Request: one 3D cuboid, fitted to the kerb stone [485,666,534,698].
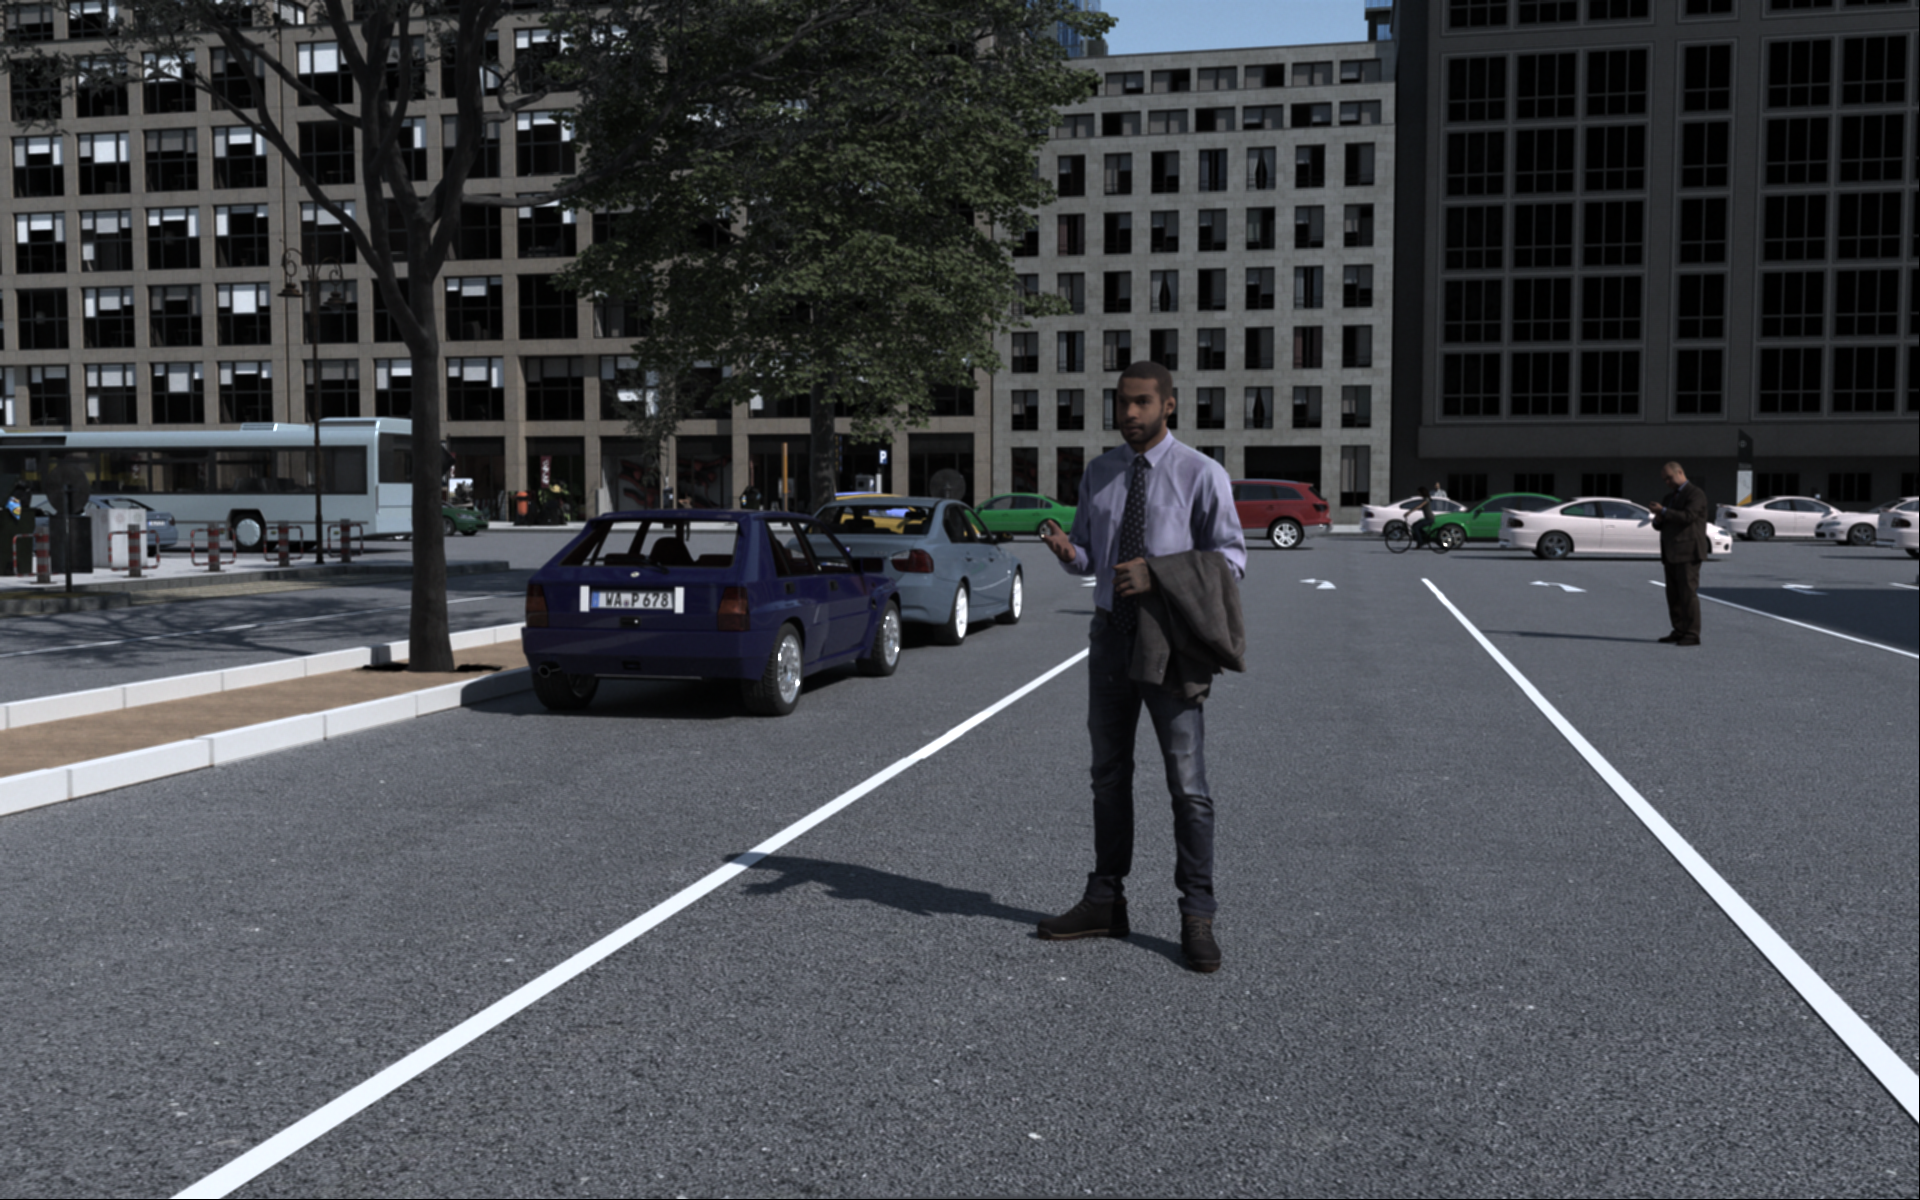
[{"bbox_3d":[-3.216,0.585,12.625,0.120,0.150,1.000,1,4,12],"label":"kerb stone"}]

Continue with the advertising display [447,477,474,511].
[{"bbox_3d":[-19.321,-3.783,67.059,0.974,1.923,0.123,-2,4,-25],"label":"advertising display"}]

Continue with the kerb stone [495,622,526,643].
[{"bbox_3d":[-4.385,0.316,17.042,0.120,0.150,1.000,1,4,12],"label":"kerb stone"}]

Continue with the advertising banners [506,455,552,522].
[{"bbox_3d":[-19.510,-5.032,78.458,2.074,3.025,0.090,0,4,-2],"label":"advertising banners"}]

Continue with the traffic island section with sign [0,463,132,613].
[{"bbox_3d":[-11.645,-0.804,21.767,1.989,1.847,2.006,1,4,12],"label":"traffic island section with sign"}]

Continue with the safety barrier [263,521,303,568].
[{"bbox_3d":[-11.843,-0.982,30.330,0.300,0.817,1.120,1,4,12],"label":"safety barrier"}]

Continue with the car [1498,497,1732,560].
[{"bbox_3d":[14.330,-1.567,37.981,4.827,1.381,2.083,1,4,11],"label":"car"}]

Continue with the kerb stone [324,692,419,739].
[{"bbox_3d":[-3.651,0.714,10.619,0.120,0.150,1.000,1,4,12],"label":"kerb stone"}]

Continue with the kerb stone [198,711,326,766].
[{"bbox_3d":[-3.873,0.770,9.609,0.120,0.150,1.000,1,4,12],"label":"kerb stone"}]

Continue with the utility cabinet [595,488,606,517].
[{"bbox_3d":[-13.799,-3.534,66.463,0.318,1.500,1.173,-1,4,-17],"label":"utility cabinet"}]

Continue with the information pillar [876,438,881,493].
[{"bbox_3d":[-3.368,-4.922,71.824,0.183,3.616,0.504,1,4,13],"label":"information pillar"}]

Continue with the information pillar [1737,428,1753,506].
[{"bbox_3d":[27.822,-4.287,61.449,0.504,3.616,0.183,1,4,17],"label":"information pillar"}]

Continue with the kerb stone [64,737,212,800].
[{"bbox_3d":[-4.104,0.836,8.606,0.120,0.150,1.000,1,4,12],"label":"kerb stone"}]

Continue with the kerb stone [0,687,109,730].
[{"bbox_3d":[-5.723,0.686,11.019,0.120,0.150,1.000,1,4,12],"label":"kerb stone"}]

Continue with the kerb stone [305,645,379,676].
[{"bbox_3d":[-5.056,0.500,14.027,0.120,0.150,1.000,1,4,12],"label":"kerb stone"}]

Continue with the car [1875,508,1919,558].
[{"bbox_3d":[22.729,-1.560,37.871,4.827,1.381,2.083,1,4,13],"label":"car"}]

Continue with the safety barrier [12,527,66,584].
[{"bbox_3d":[-13.086,-0.638,24.712,0.300,0.817,1.120,1,4,12],"label":"safety barrier"}]

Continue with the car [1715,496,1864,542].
[{"bbox_3d":[25.556,-2.463,52.636,4.827,1.381,2.083,1,4,12],"label":"car"}]

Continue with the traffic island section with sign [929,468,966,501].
[{"bbox_3d":[-0.363,-1.355,30.291,2.006,1.907,1.989,1,4,12],"label":"traffic island section with sign"}]

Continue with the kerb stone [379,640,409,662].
[{"bbox_3d":[-4.831,0.438,15.037,0.120,0.150,1.000,1,4,12],"label":"kerb stone"}]

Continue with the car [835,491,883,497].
[{"bbox_3d":[-2.714,-2.780,55.046,3.694,1.707,1.945,1,4,11],"label":"car"}]

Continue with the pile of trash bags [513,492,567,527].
[{"bbox_3d":[-17.135,-3.673,69.804,1.912,1.369,3.447,0,4,5],"label":"pile of trash bags"}]

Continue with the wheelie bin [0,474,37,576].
[{"bbox_3d":[-14.991,-1.181,27.213,0.980,1.594,0.693,1,4,22],"label":"wheelie bin"}]

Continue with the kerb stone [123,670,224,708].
[{"bbox_3d":[-5.497,0.622,12.020,0.120,0.150,1.000,1,4,12],"label":"kerb stone"}]

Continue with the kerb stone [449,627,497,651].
[{"bbox_3d":[-4.607,0.377,16.040,0.120,0.150,1.000,1,4,12],"label":"kerb stone"}]

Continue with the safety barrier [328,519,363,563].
[{"bbox_3d":[-11.427,-1.097,32.210,0.300,0.817,1.120,1,4,12],"label":"safety barrier"}]

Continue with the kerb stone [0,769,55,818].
[{"bbox_3d":[-4.326,0.893,7.595,0.120,0.150,1.000,1,4,12],"label":"kerb stone"}]

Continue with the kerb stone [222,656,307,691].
[{"bbox_3d":[-5.274,0.564,13.022,0.120,0.150,1.000,1,4,12],"label":"kerb stone"}]

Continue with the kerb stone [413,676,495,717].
[{"bbox_3d":[-3.435,0.652,11.622,0.120,0.150,1.000,1,4,12],"label":"kerb stone"}]

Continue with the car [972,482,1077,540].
[{"bbox_3d":[1.467,-2.655,52.201,4.718,1.807,1.959,1,4,11],"label":"car"}]

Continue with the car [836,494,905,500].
[{"bbox_3d":[-1.509,-1.841,40.316,3.980,1.641,2.015,1,4,13],"label":"car"}]

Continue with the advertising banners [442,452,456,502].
[{"bbox_3d":[-21.408,-4.620,71.718,0.090,3.025,2.074,1,4,16],"label":"advertising banners"}]

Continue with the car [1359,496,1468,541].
[{"bbox_3d":[14.865,-2.529,53.708,4.827,1.381,2.083,1,4,12],"label":"car"}]

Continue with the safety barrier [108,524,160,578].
[{"bbox_3d":[-12.671,-0.753,26.584,0.300,0.817,1.120,1,4,12],"label":"safety barrier"}]

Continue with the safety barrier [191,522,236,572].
[{"bbox_3d":[-12.260,-0.867,28.456,0.300,0.817,1.120,1,4,12],"label":"safety barrier"}]

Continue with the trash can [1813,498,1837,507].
[{"bbox_3d":[29.367,-2.887,58.859,0.748,1.137,0.748,0,3,0],"label":"trash can"}]

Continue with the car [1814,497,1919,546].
[{"bbox_3d":[26.360,-2.183,48.055,4.827,1.381,2.083,1,4,12],"label":"car"}]
